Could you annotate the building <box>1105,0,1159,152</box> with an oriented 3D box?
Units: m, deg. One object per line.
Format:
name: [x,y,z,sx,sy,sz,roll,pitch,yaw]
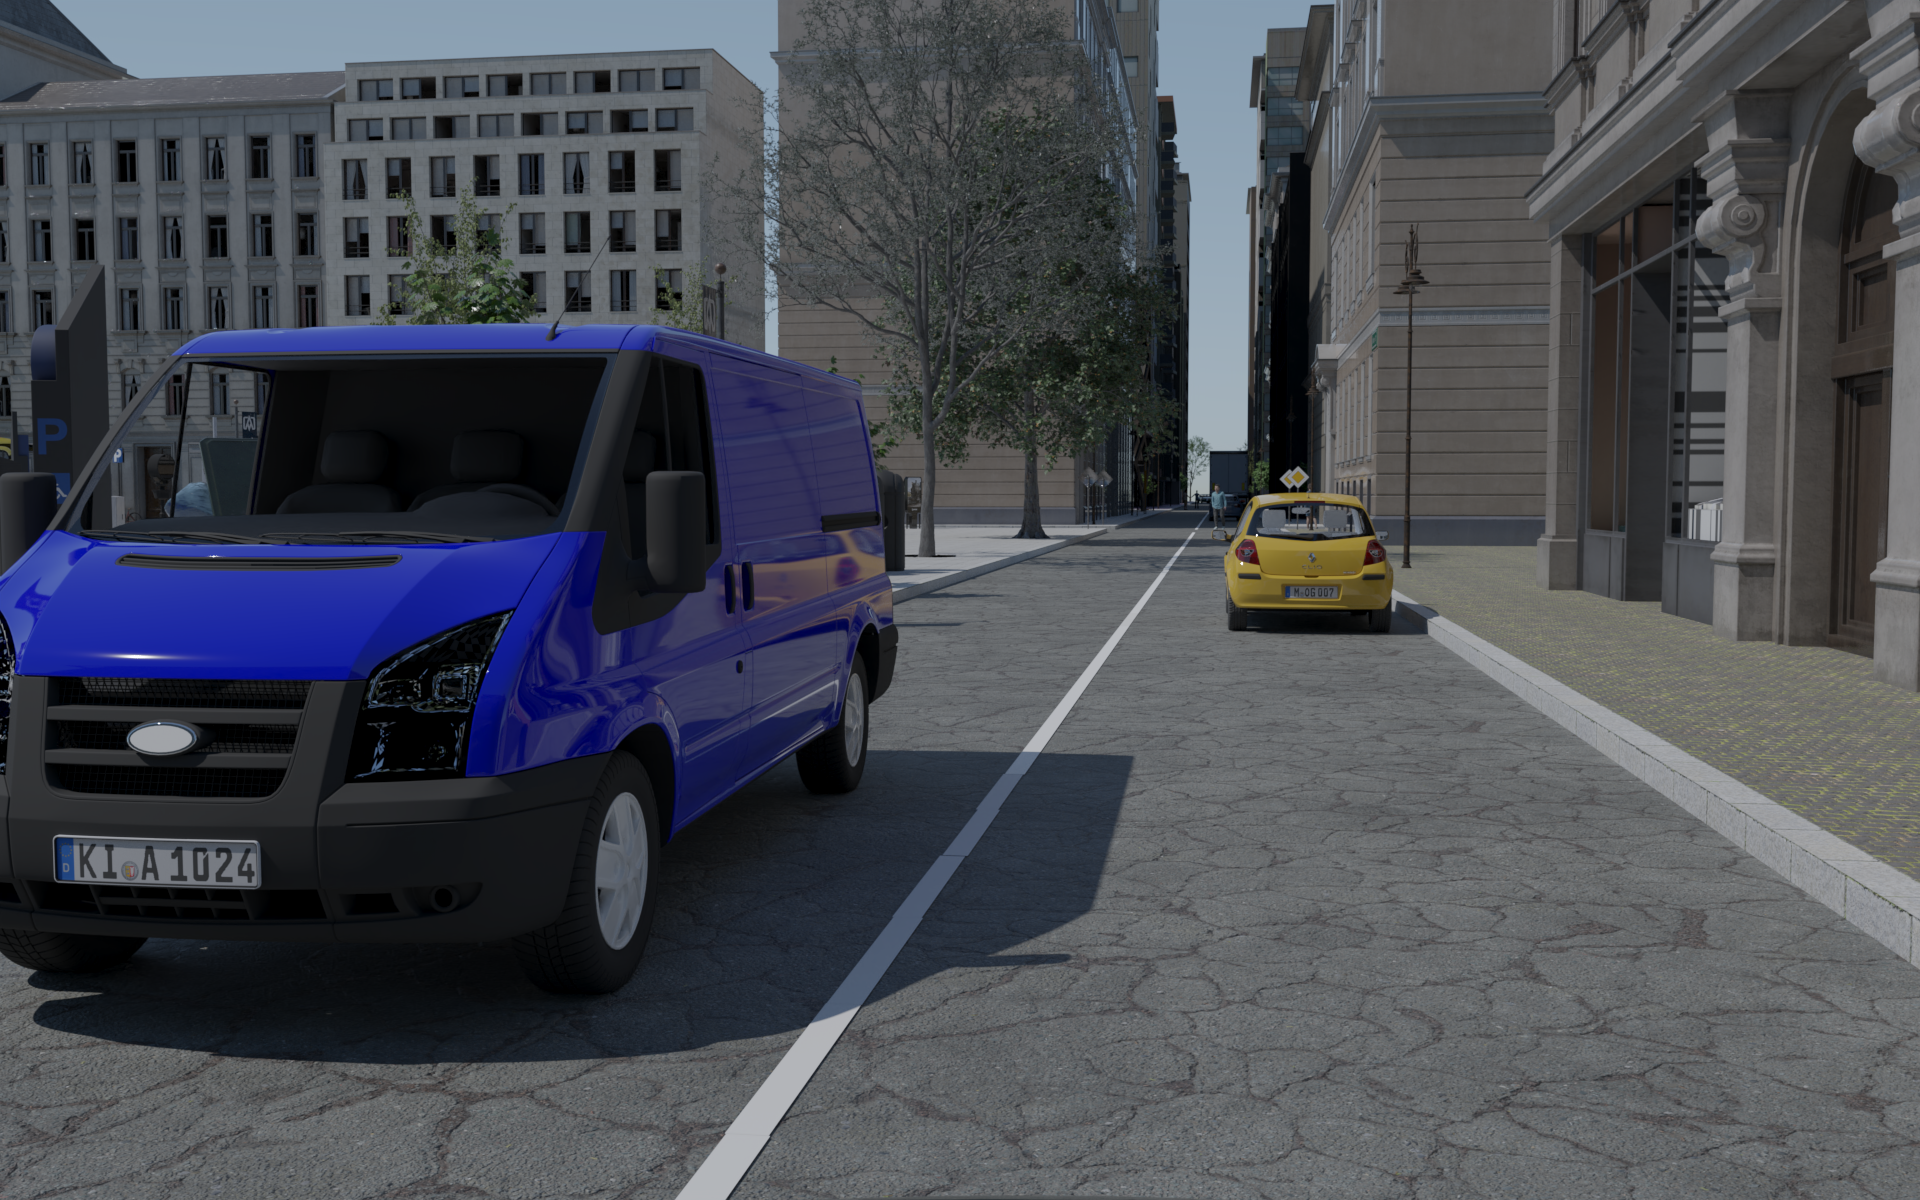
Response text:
building: [4.514,-34.984,161.227,28.713,52.752,27.495,1,4,9]

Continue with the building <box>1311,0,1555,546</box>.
building: [17.845,-16.205,50.853,13.634,28.700,20.117,1,4,9]

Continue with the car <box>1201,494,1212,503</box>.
car: [37.715,-15.465,264.653,2.131,1.459,4.920,0,4,7]

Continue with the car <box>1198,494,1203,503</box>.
car: [39.375,-16.393,279.821,2.131,1.459,4.920,0,4,8]

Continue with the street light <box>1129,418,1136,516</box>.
street light: [10.271,-7.980,103.262,0.468,5.910,1.993,1,4,9]

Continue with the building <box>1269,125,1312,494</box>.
building: [26.376,-17.216,111.163,12.332,23.373,15.834,1,4,9]

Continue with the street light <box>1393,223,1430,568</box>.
street light: [7.730,-3.488,29.810,0.468,5.910,1.993,1,4,9]

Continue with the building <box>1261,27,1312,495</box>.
building: [34.257,-28.840,155.131,14.154,41.232,14.086,1,4,9]

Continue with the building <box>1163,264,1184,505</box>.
building: [19.518,-26.794,209.782,14.160,30.474,14.107,1,4,9]

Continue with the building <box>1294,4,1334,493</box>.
building: [30.010,-14.794,75.173,30.059,22.955,16.112,1,4,9]

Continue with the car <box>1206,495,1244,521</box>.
car: [14.206,-4.936,92.704,2.014,1.417,4.499,0,4,7]

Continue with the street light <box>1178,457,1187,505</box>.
street light: [29.476,-15.703,229.537,0.468,5.910,1.993,1,4,9]

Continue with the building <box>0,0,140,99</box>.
building: [-56.645,-18.386,87.998,23.554,28.519,14.401,1,4,9]

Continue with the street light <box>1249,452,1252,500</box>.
street light: [31.679,-13.190,188.439,0.468,5.910,1.993,1,4,9]

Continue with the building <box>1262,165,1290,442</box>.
building: [30.149,-21.014,130.973,14.401,28.519,23.554,1,4,9]

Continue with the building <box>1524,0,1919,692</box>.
building: [12.162,-10.425,21.366,10.553,20.767,40.483,1,4,9]

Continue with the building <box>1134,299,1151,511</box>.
building: [5.785,-16.026,129.481,16.820,18.784,16.811,1,4,9]

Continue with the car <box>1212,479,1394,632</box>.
car: [3.846,-0.566,19.482,2.015,1.641,3.980,1,4,8]

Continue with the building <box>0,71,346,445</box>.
building: [-35.677,-14.261,82.324,18.267,20.994,9.793,1,4,9]

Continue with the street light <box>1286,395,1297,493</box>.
street light: [15.450,-6.613,80.910,0.468,5.910,1.993,1,4,9]

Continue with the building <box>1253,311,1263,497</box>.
building: [44.154,-20.242,176.003,27.650,21.520,28.899,1,4,9]

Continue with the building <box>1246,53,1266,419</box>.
building: [48.451,-37.545,203.105,28.713,52.752,27.495,1,4,9]

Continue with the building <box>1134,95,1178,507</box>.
building: [12.333,-32.668,188.739,22.147,44.769,28.867,1,4,9]

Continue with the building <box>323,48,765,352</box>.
building: [-18.408,-13.721,79.087,16.860,20.320,10.420,1,4,9]

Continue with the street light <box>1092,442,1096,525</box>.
street light: [5.589,-6.079,72.174,0.468,5.910,1.993,1,4,9]

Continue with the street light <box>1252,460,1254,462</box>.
street light: [27.014,-11.274,157.123,0.468,5.910,1.993,1,4,9]

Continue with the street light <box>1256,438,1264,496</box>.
street light: [24.961,-10.443,143.533,0.468,5.910,1.993,1,4,9]

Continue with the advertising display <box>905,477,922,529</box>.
advertising display: [-1.727,-3.598,64.041,0.123,1.923,0.974,2,4,32]

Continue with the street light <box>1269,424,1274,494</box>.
street light: [20.254,-8.531,112.275,0.468,5.910,1.993,1,4,9]

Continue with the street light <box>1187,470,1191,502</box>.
street light: [34.096,-17.605,260.635,0.468,5.910,1.993,1,4,9]

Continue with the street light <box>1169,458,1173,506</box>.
street light: [21.817,-12.629,179.264,0.468,5.910,1.993,1,4,9]

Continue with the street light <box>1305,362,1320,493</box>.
street light: [12.393,-5.389,60.901,0.468,5.910,1.993,1,4,9]

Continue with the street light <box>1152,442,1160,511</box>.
street light: [15.058,-9.897,134.600,0.468,5.910,1.993,1,4,9]

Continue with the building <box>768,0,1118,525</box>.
building: [0.080,-18.068,81.312,13.634,28.700,20.117,1,4,9]

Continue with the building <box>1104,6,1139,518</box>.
building: [4.562,-20.080,105.802,11.434,29.767,29.804,1,4,9]
